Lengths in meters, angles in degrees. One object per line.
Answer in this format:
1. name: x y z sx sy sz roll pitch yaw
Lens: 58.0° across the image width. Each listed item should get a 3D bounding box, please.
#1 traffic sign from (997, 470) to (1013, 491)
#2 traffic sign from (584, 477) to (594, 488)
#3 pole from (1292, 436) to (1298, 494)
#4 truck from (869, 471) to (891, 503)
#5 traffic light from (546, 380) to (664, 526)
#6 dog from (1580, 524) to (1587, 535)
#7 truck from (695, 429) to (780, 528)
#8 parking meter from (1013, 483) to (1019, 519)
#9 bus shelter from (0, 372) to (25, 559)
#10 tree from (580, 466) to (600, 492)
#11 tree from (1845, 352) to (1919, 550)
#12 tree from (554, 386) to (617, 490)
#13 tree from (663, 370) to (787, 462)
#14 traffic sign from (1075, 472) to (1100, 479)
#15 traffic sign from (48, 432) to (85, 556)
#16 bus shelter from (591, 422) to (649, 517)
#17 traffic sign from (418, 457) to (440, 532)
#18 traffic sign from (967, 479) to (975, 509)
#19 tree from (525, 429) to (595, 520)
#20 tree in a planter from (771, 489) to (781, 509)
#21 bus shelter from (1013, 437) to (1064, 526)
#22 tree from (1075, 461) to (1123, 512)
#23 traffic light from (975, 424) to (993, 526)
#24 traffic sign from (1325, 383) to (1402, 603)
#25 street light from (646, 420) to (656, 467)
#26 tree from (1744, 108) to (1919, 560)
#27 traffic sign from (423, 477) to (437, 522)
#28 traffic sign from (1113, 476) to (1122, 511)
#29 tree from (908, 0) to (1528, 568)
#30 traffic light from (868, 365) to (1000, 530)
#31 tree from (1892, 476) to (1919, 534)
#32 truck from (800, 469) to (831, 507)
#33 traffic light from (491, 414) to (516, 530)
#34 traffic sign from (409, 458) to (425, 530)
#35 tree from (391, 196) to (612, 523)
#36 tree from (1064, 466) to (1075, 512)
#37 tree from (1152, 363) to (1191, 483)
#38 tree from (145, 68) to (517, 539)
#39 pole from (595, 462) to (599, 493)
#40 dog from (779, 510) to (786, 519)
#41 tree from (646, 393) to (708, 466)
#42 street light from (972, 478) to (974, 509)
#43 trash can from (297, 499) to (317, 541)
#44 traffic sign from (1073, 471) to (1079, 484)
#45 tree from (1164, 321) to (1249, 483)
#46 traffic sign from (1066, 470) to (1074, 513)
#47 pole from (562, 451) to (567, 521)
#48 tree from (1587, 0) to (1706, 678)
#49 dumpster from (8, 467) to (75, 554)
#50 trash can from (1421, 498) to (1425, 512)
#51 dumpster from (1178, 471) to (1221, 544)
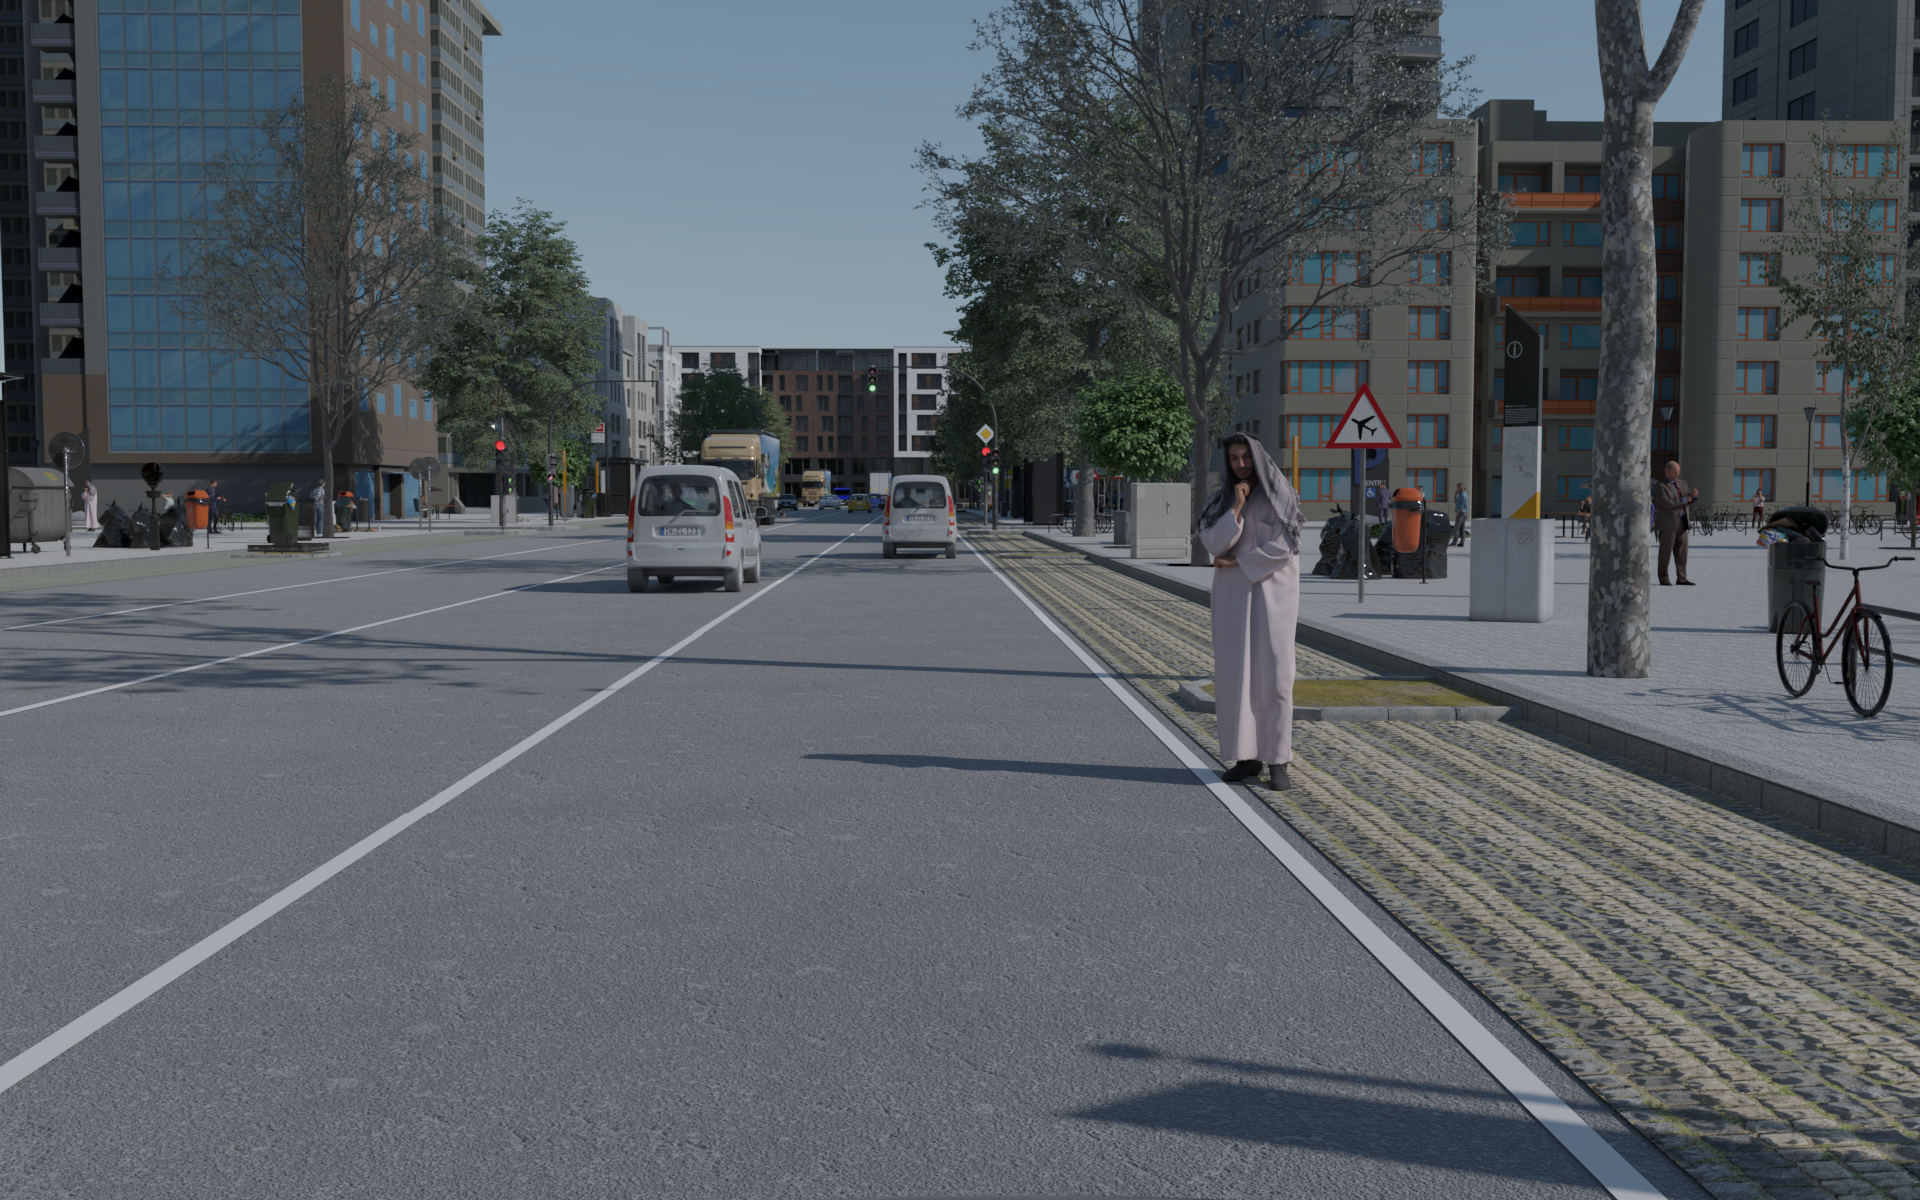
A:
1. traffic sign: 3.642 -9.008 141.161 2.265 3.308 0.079 1 4 8
2. traffic sign: -21.713 -6.069 101.365 0.606 2.300 0.079 0 4 8
3. pole: 11.693 -4.076 60.478 0.158 3.312 0.155 0 3 0
4. truck: -9.858 -13.897 216.127 2.839 4.237 11.283 0 4 -1
5. traffic light: -14.230 -5.780 69.176 4.771 5.953 1.251 0 4 -1
6. dog: 19.941 -2.274 54.921 0.748 0.427 0.550 0 4 -7
7. truck: -9.784 -5.413 77.421 2.839 4.237 11.283 0 4 -1
8. parking meter: 2.918 -5.188 90.530 0.255 1.863 0.399 0 4 -3
9. bus shelter: -19.267 -2.445 31.260 1.731 3.624 6.357 0 4 -1
10. tree: -25.061 -7.596 118.789 1.663 3.219 1.824 0 3 0
11. tree: 22.231 -3.458 40.250 4.285 4.588 4.351 0 3 0
12. tree: -24.493 -9.932 112.742 4.737 8.622 4.395 0 3 0
13. tree: -20.643 -13.318 143.499 9.928 11.665 9.643 0 3 0
14. traffic sign: 4.481 -3.729 60.969 0.884 2.594 0.081 0 4 3
15. traffic sign: -18.340 -2.168 35.548 0.768 2.556 0.104 0 4 2
16. bus shelter: -19.662 -7.476 99.871 2.179 5.291 8.768 0 4 -2
17. traffic sign: -18.010 -3.588 58.768 0.768 2.556 0.104 0 4 0
18. traffic sign: 0.960 -8.718 142.641 0.768 2.556 0.104 0 4 -1
19. tree: -20.041 -6.260 86.062 4.285 4.588 4.351 0 3 0
20. tree in a planter: -18.641 -10.650 171.349 1.991 3.239 1.994 0 4 -1
21. bus shelter: 3.343 -4.972 72.577 1.731 3.624 6.357 0 4 -1
22. tree: 9.399 -9.312 102.615 4.360 8.622 3.978 0 3 0
23. traffic light: 1.017 -4.931 69.545 0.839 4.253 0.868 0 4 -1
24. traffic sign: 4.718 -1.242 20.305 0.884 2.594 0.081 0 4 6
25. street light: -19.284 -8.271 108.017 0.468 5.910 1.993 0 4 -1
26. tree: 17.462 -5.082 33.449 4.360 8.622 3.978 0 3 0
27. traffic sign: -21.037 -4.190 68.615 0.768 2.556 0.104 0 4 0
28. traffic sign: 5.458 -3.644 59.579 0.884 2.594 0.081 0 3 0
29. tree: 4.199 -7.322 30.082 12.009 13.543 11.850 0 3 0
30. traffic light: -0.868 -5.303 61.368 4.771 5.953 1.251 0 4 -1
31. tree: 31.072 -3.792 56.595 1.663 3.219 1.824 0 3 0
32. truck: -16.325 -12.701 196.582 2.839 4.237 11.283 0 4 0
33. traffic light: -16.114 -4.415 61.105 0.839 4.253 0.868 0 4 -1
34. traffic sign: -19.031 -3.726 61.028 0.768 2.556 0.104 0 4 -1
35. tree: -19.838 -10.356 75.981 9.857 13.997 8.962 0 3 0
36. tree: 9.131 -11.632 140.540 4.360 8.622 3.978 0 3 0
37. tree: 10.274 -8.729 93.089 4.737 8.622 4.395 0 3 0
38. tree: -18.103 -8.517 49.618 12.009 13.543 11.850 0 3 0
39. pole: -22.945 -7.069 109.420 0.158 3.312 0.155 0 3 0
40. dog: -10.251 -4.935 99.979 0.540 0.507 0.406 1 4 17
41. tree: -20.394 -10.668 124.785 4.360 8.622 3.978 0 3 0
42. street light: 1.107 -10.494 144.368 0.468 5.910 1.993 0 4 -1
43. trash can: -18.032 -2.193 47.508 0.748 1.137 0.748 0 3 0
44. traffic sign: 5.128 -4.426 74.487 0.606 2.300 0.079 0 4 1
45. tree: 10.179 -7.474 72.559 4.360 8.622 3.978 0 3 0
46. traffic sign: 5.965 -5.560 91.014 0.768 2.556 0.104 0 4 -1
47. pole: -18.631 -5.367 81.598 0.158 3.312 0.155 0 3 0
48. tree: 3.443 -9.474 10.786 12.611 20.169 13.585 0 3 0
49. dumpster: -20.312 -1.954 37.701 1.264 1.857 1.865 0 4 -2
50. trash can: 18.889 -3.675 71.736 0.748 1.137 0.748 0 3 0
51. dumpster: 6.265 -2.365 44.433 1.264 1.857 1.865 0 4 -2
